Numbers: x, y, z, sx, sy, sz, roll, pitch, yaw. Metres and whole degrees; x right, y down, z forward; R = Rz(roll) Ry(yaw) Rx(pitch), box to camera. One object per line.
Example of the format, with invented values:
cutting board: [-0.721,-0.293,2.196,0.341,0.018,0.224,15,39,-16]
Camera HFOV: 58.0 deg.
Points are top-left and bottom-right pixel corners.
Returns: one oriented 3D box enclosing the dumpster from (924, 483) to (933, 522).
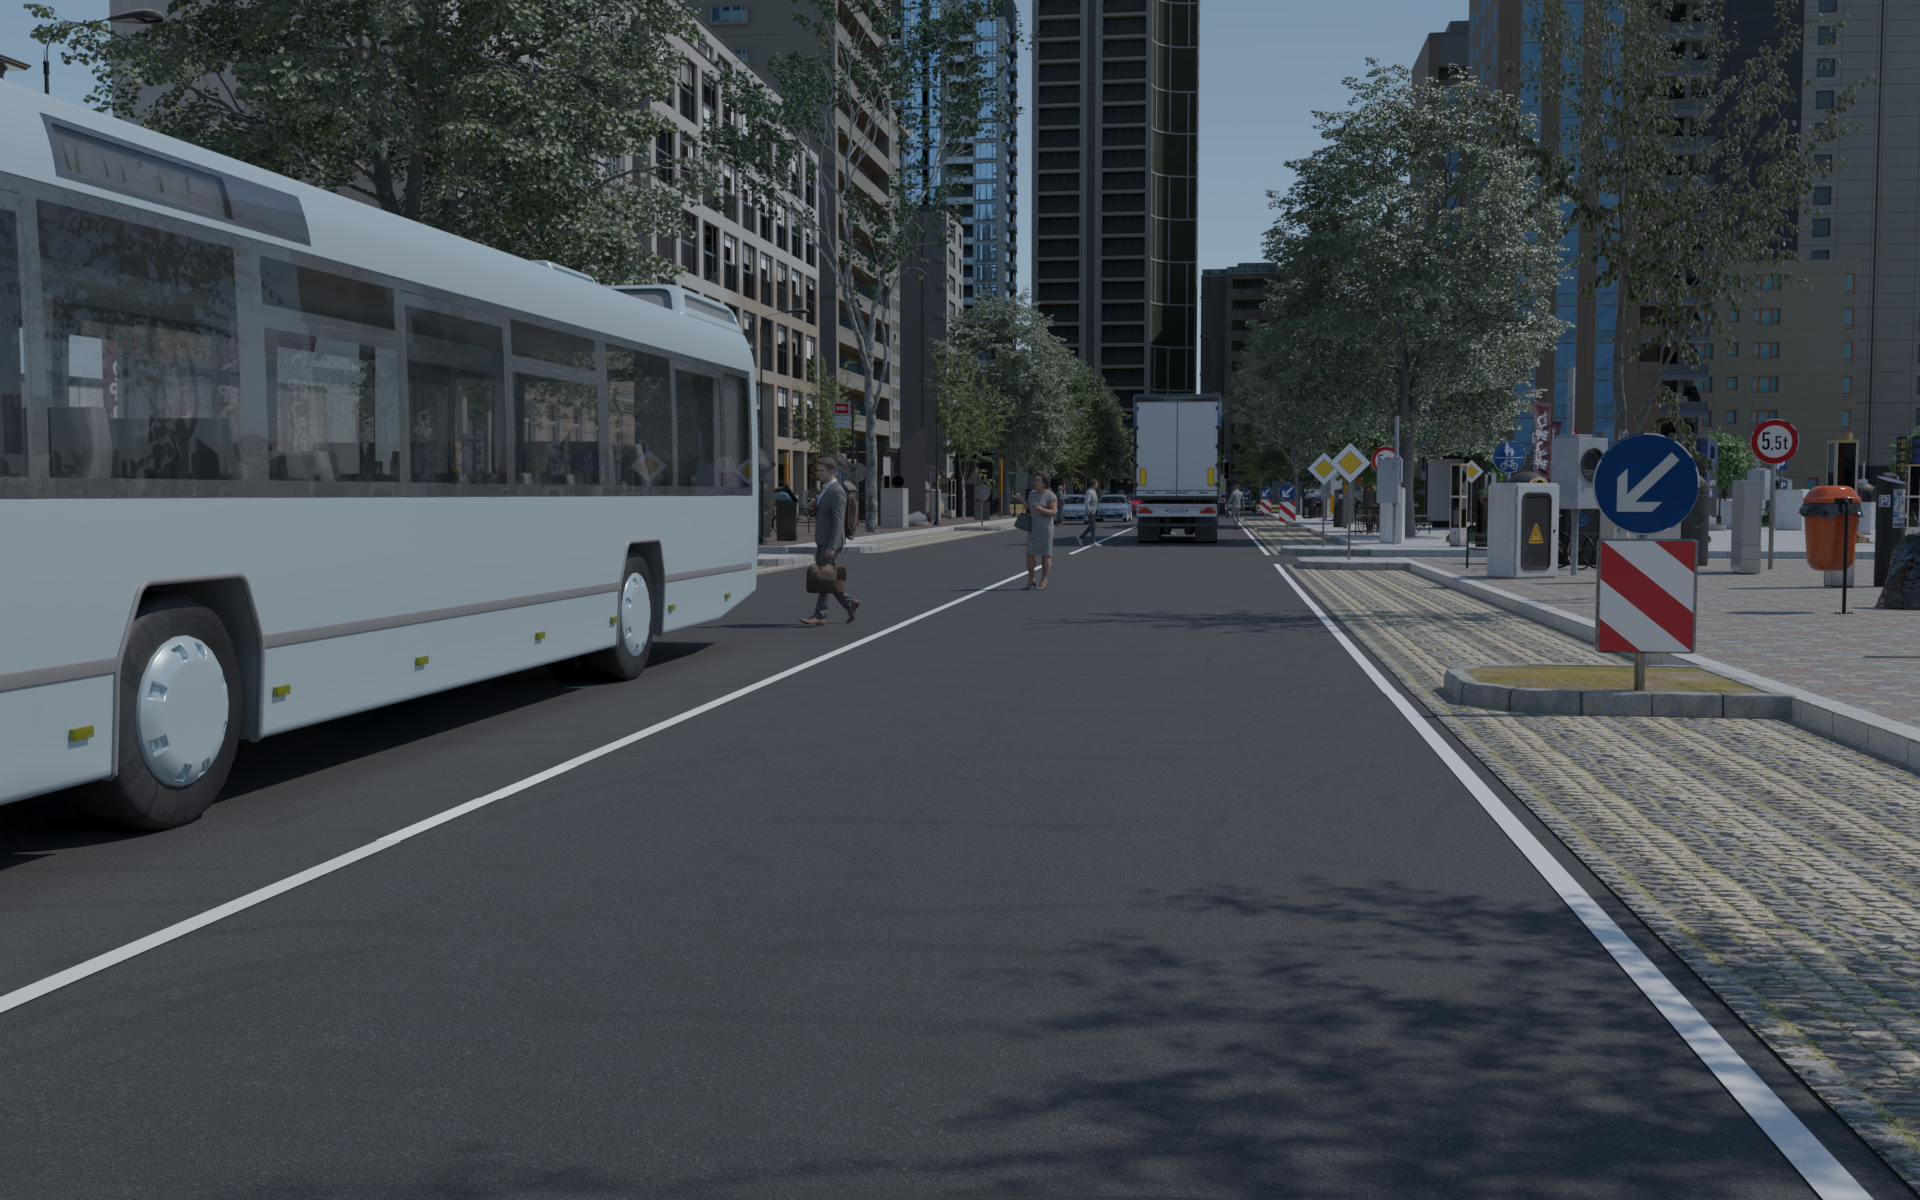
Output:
dumpster: [-1.983,-4.428,78.149,1.264,1.857,1.865,1,4,8]

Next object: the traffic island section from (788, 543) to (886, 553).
traffic island section: [-3.013,-1.290,43.376,2.009,0.180,2.903,1,4,8]

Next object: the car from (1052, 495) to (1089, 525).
car: [5.375,-4.323,82.687,2.014,1.417,4.499,0,4,7]

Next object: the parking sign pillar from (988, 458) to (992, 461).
parking sign pillar: [1.733,-7.604,112.799,1.447,3.967,1.447,1,4,12]

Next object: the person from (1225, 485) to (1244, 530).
person: [11.077,-3.732,69.645,0.709,1.813,0.853,-2,4,-27]

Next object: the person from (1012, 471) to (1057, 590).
person: [1.077,-1.038,25.837,0.716,1.782,0.532,3,4,38]

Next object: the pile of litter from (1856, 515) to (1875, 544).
pile of litter: [23.270,-1.923,45.404,1.176,0.858,1.719,-2,4,-24]

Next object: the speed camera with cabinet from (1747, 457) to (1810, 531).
speed camera with cabinet: [29.124,-4.115,61.621,0.660,3.252,2.038,-3,4,-36]

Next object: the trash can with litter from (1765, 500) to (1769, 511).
trash can with litter: [48.762,-5.707,104.362,1.678,1.210,2.233,-1,4,-20]

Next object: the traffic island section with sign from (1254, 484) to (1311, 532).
traffic island section with sign: [12.331,-3.509,65.997,1.989,1.847,2.006,1,4,8]

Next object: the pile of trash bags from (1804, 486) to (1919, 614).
pile of trash bags: [10.827,-0.561,18.921,3.447,1.369,1.912,0,4,-8]

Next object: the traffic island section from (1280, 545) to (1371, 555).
traffic island section: [8.753,-1.185,41.658,2.009,0.180,2.903,1,4,8]

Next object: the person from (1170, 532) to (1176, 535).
person: [7.330,-3.218,61.096,0.573,1.828,0.580,2,4,29]

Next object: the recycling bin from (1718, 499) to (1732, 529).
recycling bin: [28.326,-3.107,63.349,0.722,1.027,0.722,3,5,41]

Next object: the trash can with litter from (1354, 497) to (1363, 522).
trash can with litter: [18.514,-4.182,79.767,1.055,1.170,0.624,0,4,8]

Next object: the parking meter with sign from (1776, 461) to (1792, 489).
parking meter with sign: [40.679,-5.446,85.296,0.543,3.016,1.738,3,5,43]

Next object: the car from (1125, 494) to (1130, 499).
car: [12.614,-7.018,126.549,2.131,1.459,4.920,1,4,9]

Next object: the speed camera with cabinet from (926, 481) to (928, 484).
speed camera with cabinet: [-2.844,-6.299,97.324,2.038,3.252,0.660,2,4,24]

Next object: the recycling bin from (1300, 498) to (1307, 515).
recycling bin: [20.918,-5.603,104.163,0.722,1.027,0.722,2,4,30]

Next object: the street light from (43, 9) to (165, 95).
street light: [-8.311,-2.709,16.831,1.470,5.913,1.316,1,4,8]

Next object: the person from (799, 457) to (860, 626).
person: [-1.390,-0.636,18.870,0.822,1.834,0.622,-2,4,-31]

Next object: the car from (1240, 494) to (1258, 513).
car: [21.735,-7.486,132.179,2.009,1.686,4.222,1,4,8]

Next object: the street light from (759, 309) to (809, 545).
street light: [-4.467,-4.345,43.583,1.470,5.913,1.316,1,4,8]

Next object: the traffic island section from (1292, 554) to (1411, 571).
traffic island section: [7.599,-0.702,33.757,2.009,0.180,2.903,1,4,8]

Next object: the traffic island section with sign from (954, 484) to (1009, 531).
traffic island section with sign: [0.873,-3.613,67.698,1.989,1.847,2.006,1,4,8]

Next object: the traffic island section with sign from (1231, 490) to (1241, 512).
traffic island section with sign: [23.483,-8.178,142.345,1.989,1.847,2.006,1,4,8]

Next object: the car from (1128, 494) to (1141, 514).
car: [11.689,-6.326,112.469,2.155,1.783,4.494,0,4,7]

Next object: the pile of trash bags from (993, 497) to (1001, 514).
pile of trash bags: [1.702,-6.081,109.172,1.912,1.369,3.447,1,4,15]

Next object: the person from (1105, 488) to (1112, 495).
person: [9.772,-6.495,114.471,0.659,1.850,0.755,-1,4,-12]

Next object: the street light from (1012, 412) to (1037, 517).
street light: [3.654,-7.696,98.370,1.470,5.913,1.316,1,4,8]

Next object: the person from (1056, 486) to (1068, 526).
person: [4.586,-4.231,77.855,0.590,1.801,0.661,0,4,-8]

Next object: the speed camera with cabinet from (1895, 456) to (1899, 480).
speed camera with cabinet: [48.407,-5.849,89.973,0.660,3.252,2.038,2,4,31]

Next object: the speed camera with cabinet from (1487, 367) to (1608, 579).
speed camera with cabinet: [9.049,-1.975,26.622,2.038,3.252,0.660,-2,4,-30]

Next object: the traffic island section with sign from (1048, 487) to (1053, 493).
traffic island section with sign: [4.769,-5.244,94.372,1.989,1.847,2.006,1,4,8]

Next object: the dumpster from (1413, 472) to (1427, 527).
dumpster: [17.576,-4.000,67.900,1.502,2.255,1.985,1,4,8]

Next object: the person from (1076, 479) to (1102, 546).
person: [3.544,-2.405,47.667,0.795,1.843,0.661,1,4,23]

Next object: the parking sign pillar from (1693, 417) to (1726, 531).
parking sign pillar: [26.161,-4.424,60.797,1.447,3.967,1.447,3,5,42]

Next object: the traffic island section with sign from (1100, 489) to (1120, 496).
traffic island section with sign: [12.050,-8.291,144.188,1.989,1.847,2.006,1,4,8]

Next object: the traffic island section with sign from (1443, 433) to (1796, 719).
traffic island section with sign: [4.446,-0.207,12.005,1.989,1.847,2.006,1,4,8]

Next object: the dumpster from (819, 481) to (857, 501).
dumpster: [-4.928,-3.917,69.806,1.264,1.857,1.865,1,4,8]

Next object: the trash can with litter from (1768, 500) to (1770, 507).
trash can with litter: [38.354,-4.296,81.625,1.055,1.170,0.624,-3,5,-44]

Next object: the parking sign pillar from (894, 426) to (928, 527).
parking sign pillar: [-1.992,-4.916,68.849,1.447,3.967,1.447,-3,5,-40]

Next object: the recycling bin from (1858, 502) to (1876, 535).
recycling bin: [28.412,-2.574,54.641,0.722,1.027,0.722,3,4,38]

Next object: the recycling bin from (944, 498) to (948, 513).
recycling bin: [-0.630,-6.418,117.482,0.722,1.027,0.722,1,4,21]

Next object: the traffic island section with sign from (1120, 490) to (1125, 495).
traffic island section with sign: [15.995,-9.941,171.157,1.989,1.847,2.006,1,4,8]

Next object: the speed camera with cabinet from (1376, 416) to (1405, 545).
speed camera with cabinet: [11.099,-3.075,44.612,0.660,3.252,2.038,1,4,19]

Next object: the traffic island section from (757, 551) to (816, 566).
traffic island section: [-4.168,-0.807,35.474,2.009,0.180,2.903,1,4,8]

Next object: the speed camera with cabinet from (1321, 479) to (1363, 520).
speed camera with cabinet: [18.814,-5.554,85.145,2.038,3.252,0.660,0,4,4]

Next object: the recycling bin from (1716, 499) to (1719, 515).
recycling bin: [41.833,-5.027,94.739,0.722,1.027,0.722,3,5,44]

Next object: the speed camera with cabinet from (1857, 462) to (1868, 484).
speed camera with cabinet: [55.815,-6.961,108.156,0.660,3.252,2.038,0,4,-3]

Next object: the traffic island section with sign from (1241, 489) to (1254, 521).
traffic island section with sign: [16.236,-5.146,92.770,1.989,1.847,2.006,1,4,8]

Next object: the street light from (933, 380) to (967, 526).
street light: [-0.420,-5.993,70.523,1.470,5.913,1.316,1,4,8]

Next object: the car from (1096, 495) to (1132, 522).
car: [7.999,-4.790,90.324,2.014,1.417,4.499,1,4,9]
